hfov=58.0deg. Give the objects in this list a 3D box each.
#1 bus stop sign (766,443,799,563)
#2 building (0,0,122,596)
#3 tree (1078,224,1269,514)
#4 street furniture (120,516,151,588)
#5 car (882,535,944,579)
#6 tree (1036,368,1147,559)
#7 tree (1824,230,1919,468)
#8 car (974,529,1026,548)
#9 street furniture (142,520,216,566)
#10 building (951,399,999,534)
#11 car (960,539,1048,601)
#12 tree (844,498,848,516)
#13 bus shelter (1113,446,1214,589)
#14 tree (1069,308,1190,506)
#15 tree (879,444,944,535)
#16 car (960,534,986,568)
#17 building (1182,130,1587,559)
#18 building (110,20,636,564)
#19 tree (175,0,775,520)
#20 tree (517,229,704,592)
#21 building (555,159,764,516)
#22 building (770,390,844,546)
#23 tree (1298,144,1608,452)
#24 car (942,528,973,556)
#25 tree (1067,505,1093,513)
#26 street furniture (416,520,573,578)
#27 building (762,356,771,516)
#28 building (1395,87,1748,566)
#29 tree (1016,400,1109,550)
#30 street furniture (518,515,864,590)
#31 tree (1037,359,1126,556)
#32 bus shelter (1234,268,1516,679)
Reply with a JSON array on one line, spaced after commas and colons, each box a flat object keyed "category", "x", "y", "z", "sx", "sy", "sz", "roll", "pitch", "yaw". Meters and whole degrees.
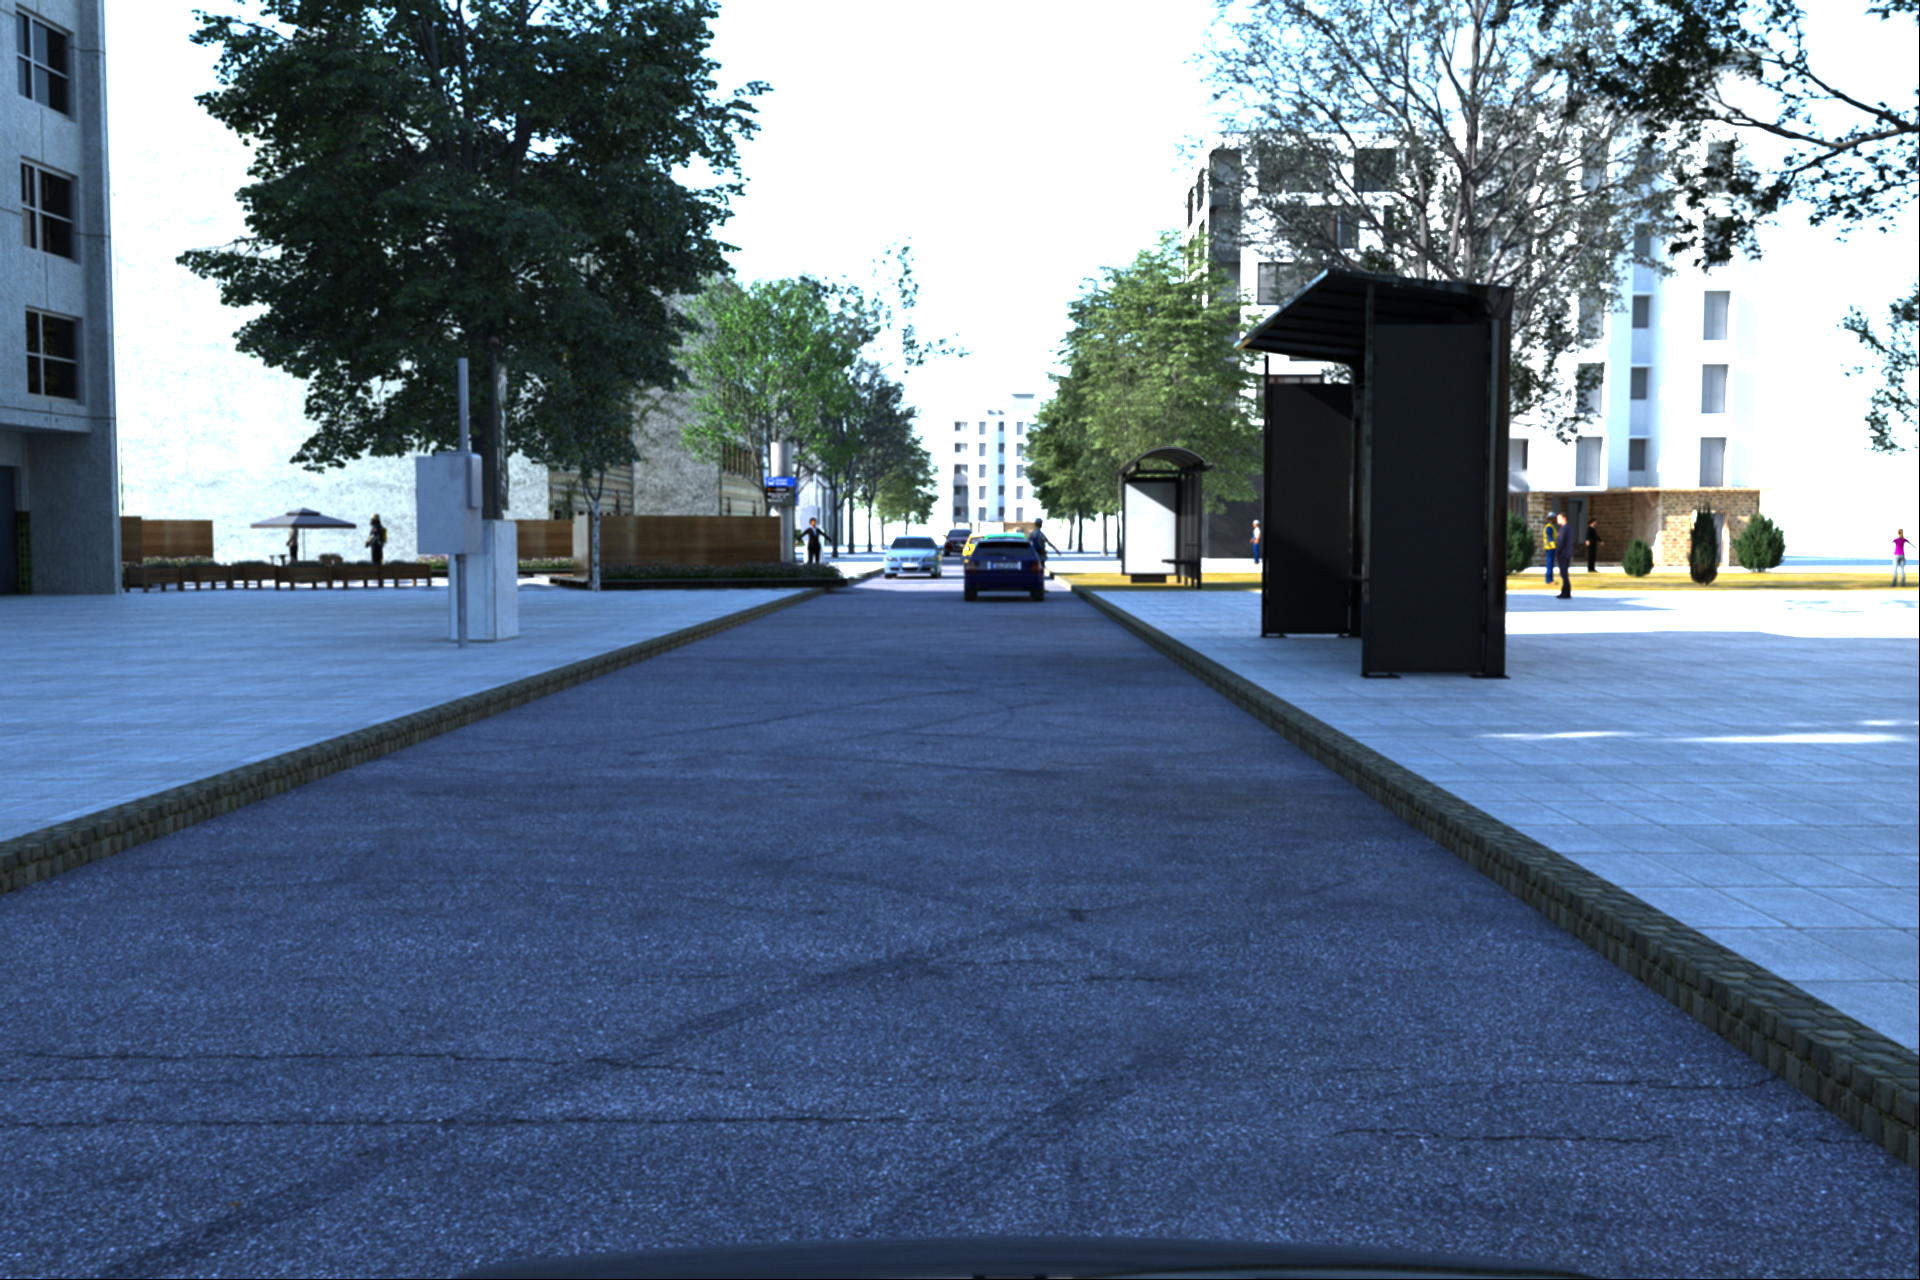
[{"category": "bus stop sign", "x": -5.141, "y": -3.737, "z": 50.118, "sx": 0.837, "sy": 3.901, "sz": 0.837, "roll": 0, "pitch": 4, "yaw": 2}, {"category": "building", "x": -26.763, "y": -9.449, "z": 20.957, "sx": 16.747, "sy": 18.905, "sz": 31.486, "roll": 0, "pitch": 4, "yaw": 2}, {"category": "tree", "x": 7.850, "y": -8.944, "z": 64.363, "sx": 7.486, "sy": 12.596, "sz": 7.792, "roll": 0, "pitch": 3, "yaw": 0}, {"category": "street furniture", "x": -24.350, "y": -2.145, "z": 41.931, "sx": 9.812, "sy": 1.723, "sz": 11.010, "roll": -2, "pitch": 4, "yaw": -31}, {"category": "car", "x": -1.522, "y": -2.753, "z": 57.009, "sx": 2.014, "sy": 1.417, "sz": 4.499, "roll": 0, "pitch": 4, "yaw": 1}, {"category": "tree", "x": 8.232, "y": -9.468, "z": 89.216, "sx": 8.767, "sy": 10.594, "sz": 7.601, "roll": 0, "pitch": 4, "yaw": -1}, {"category": "tree", "x": 28.900, "y": -7.015, "z": 49.114, "sx": 8.767, "sy": 10.594, "sz": 7.601, "roll": -3, "pitch": 5, "yaw": -41}, {"category": "car", "x": 1.434, "y": -2.891, "z": 56.061, "sx": 1.959, "sy": 1.807, "sz": 4.718, "roll": 0, "pitch": 4, "yaw": 0}, {"category": "street furniture", "x": -27.800, "y": -2.896, "z": 54.203, "sx": 9.812, "sy": 1.723, "sz": 11.010, "roll": -2, "pitch": 4, "yaw": -26}, {"category": "building", "x": -0.899, "y": -23.026, "z": 235.358, "sx": 11.380, "sy": 20.090, "sz": 16.016, "roll": 0, "pitch": 4, "yaw": 2}, {"category": "car", "x": 0.971, "y": -1.568, "z": 38.210, "sx": 1.945, "sy": 1.354, "sz": 3.894, "roll": 0, "pitch": 4, "yaw": 1}, {"category": "tree", "x": -16.495, "y": -17.232, "z": 232.100, "sx": 4.737, "sy": 8.622, "sz": 4.395, "roll": 0, "pitch": 3, "yaw": 0}, {"category": "bus shelter", "x": 4.914, "y": -2.976, "z": 42.588, "sx": 2.014, "sy": 3.302, "sz": 5.546, "roll": 0, "pitch": 4, "yaw": 2}, {"category": "tree", "x": 5.261, "y": -6.546, "z": 57.388, "sx": 4.360, "sy": 8.622, "sz": 3.978, "roll": 0, "pitch": 3, "yaw": 0}, {"category": "tree", "x": -7.011, "y": -19.754, "z": 229.628, "sx": 9.857, "sy": 13.997, "sz": 8.962, "roll": 0, "pitch": 3, "yaw": 0}, {"category": "car", "x": 0.997, "y": -3.876, "z": 73.594, "sx": 2.015, "sy": 1.641, "sz": 3.980, "roll": 0, "pitch": 4, "yaw": 0}, {"category": "building", "x": 27.039, "y": -15.916, "z": 104.194, "sx": 27.936, "sy": 21.610, "sz": 32.646, "roll": 0, "pitch": 4, "yaw": 1}, {"category": "building", "x": -26.703, "y": -15.405, "z": 82.805, "sx": 19.493, "sy": 23.208, "sz": 18.063, "roll": 0, "pitch": 4, "yaw": 1}, {"category": "tree", "x": -7.948, "y": -7.466, "z": 28.728, "sx": 9.857, "sy": 13.997, "sz": 8.962, "roll": 0, "pitch": 3, "yaw": 0}, {"category": "tree", "x": -8.204, "y": -5.364, "z": 38.071, "sx": 4.360, "sy": 8.622, "sz": 3.978, "roll": 0, "pitch": 3, "yaw": 0}, {"category": "building", "x": -23.064, "y": -17.092, "z": 110.379, "sx": 19.493, "sy": 23.208, "sz": 18.063, "roll": 0, "pitch": 4, "yaw": 1}, {"category": "building", "x": -22.776, "y": -20.209, "z": 196.876, "sx": 16.747, "sy": 18.905, "sz": 31.486, "roll": 0, "pitch": 4, "yaw": 1}, {"category": "tree", "x": 11.657, "y": -6.518, "z": 40.988, "sx": 7.601, "sy": 10.594, "sz": 8.767, "roll": 2, "pitch": 4, "yaw": 25}, {"category": "car", "x": 0.014, "y": -6.360, "z": 112.657, "sx": 2.281, "sy": 1.827, "sz": 5.304, "roll": 0, "pitch": 4, "yaw": 1}, {"category": "tree", "x": 15.364, "y": -18.998, "z": 236.373, "sx": 9.928, "sy": 11.665, "sz": 9.643, "roll": 0, "pitch": 3, "yaw": 0}, {"category": "street furniture", "x": -14.699, "y": -2.879, "z": 53.923, "sx": 9.812, "sy": 1.723, "sz": 11.010, "roll": -1, "pitch": 4, "yaw": -19}, {"category": "building", "x": -24.126, "y": -18.627, "z": 160.965, "sx": 16.016, "sy": 20.090, "sz": 11.380, "roll": 0, "pitch": 4, "yaw": 1}, {"category": "building", "x": 25.312, "y": -13.659, "z": 79.738, "sx": 16.016, "sy": 20.090, "sz": 11.380, "roll": 0, "pitch": 4, "yaw": 1}, {"category": "tree", "x": 9.198, "y": -14.446, "z": 142.845, "sx": 9.857, "sy": 13.997, "sz": 8.962, "roll": 0, "pitch": 3, "yaw": 0}, {"category": "street furniture", "x": -5.996, "y": -2.199, "z": 42.811, "sx": 11.010, "sy": 1.723, "sz": 9.812, "roll": -2, "pitch": 4, "yaw": -23}, {"category": "tree", "x": 8.451, "y": -11.327, "z": 103.328, "sx": 7.486, "sy": 12.596, "sz": 7.792, "roll": 0, "pitch": 3, "yaw": 0}, {"category": "bus shelter", "x": 4.180, "y": -1.661, "z": 18.435, "sx": 1.731, "sy": 3.624, "sz": 6.357, "roll": 0, "pitch": 4, "yaw": 1}]
